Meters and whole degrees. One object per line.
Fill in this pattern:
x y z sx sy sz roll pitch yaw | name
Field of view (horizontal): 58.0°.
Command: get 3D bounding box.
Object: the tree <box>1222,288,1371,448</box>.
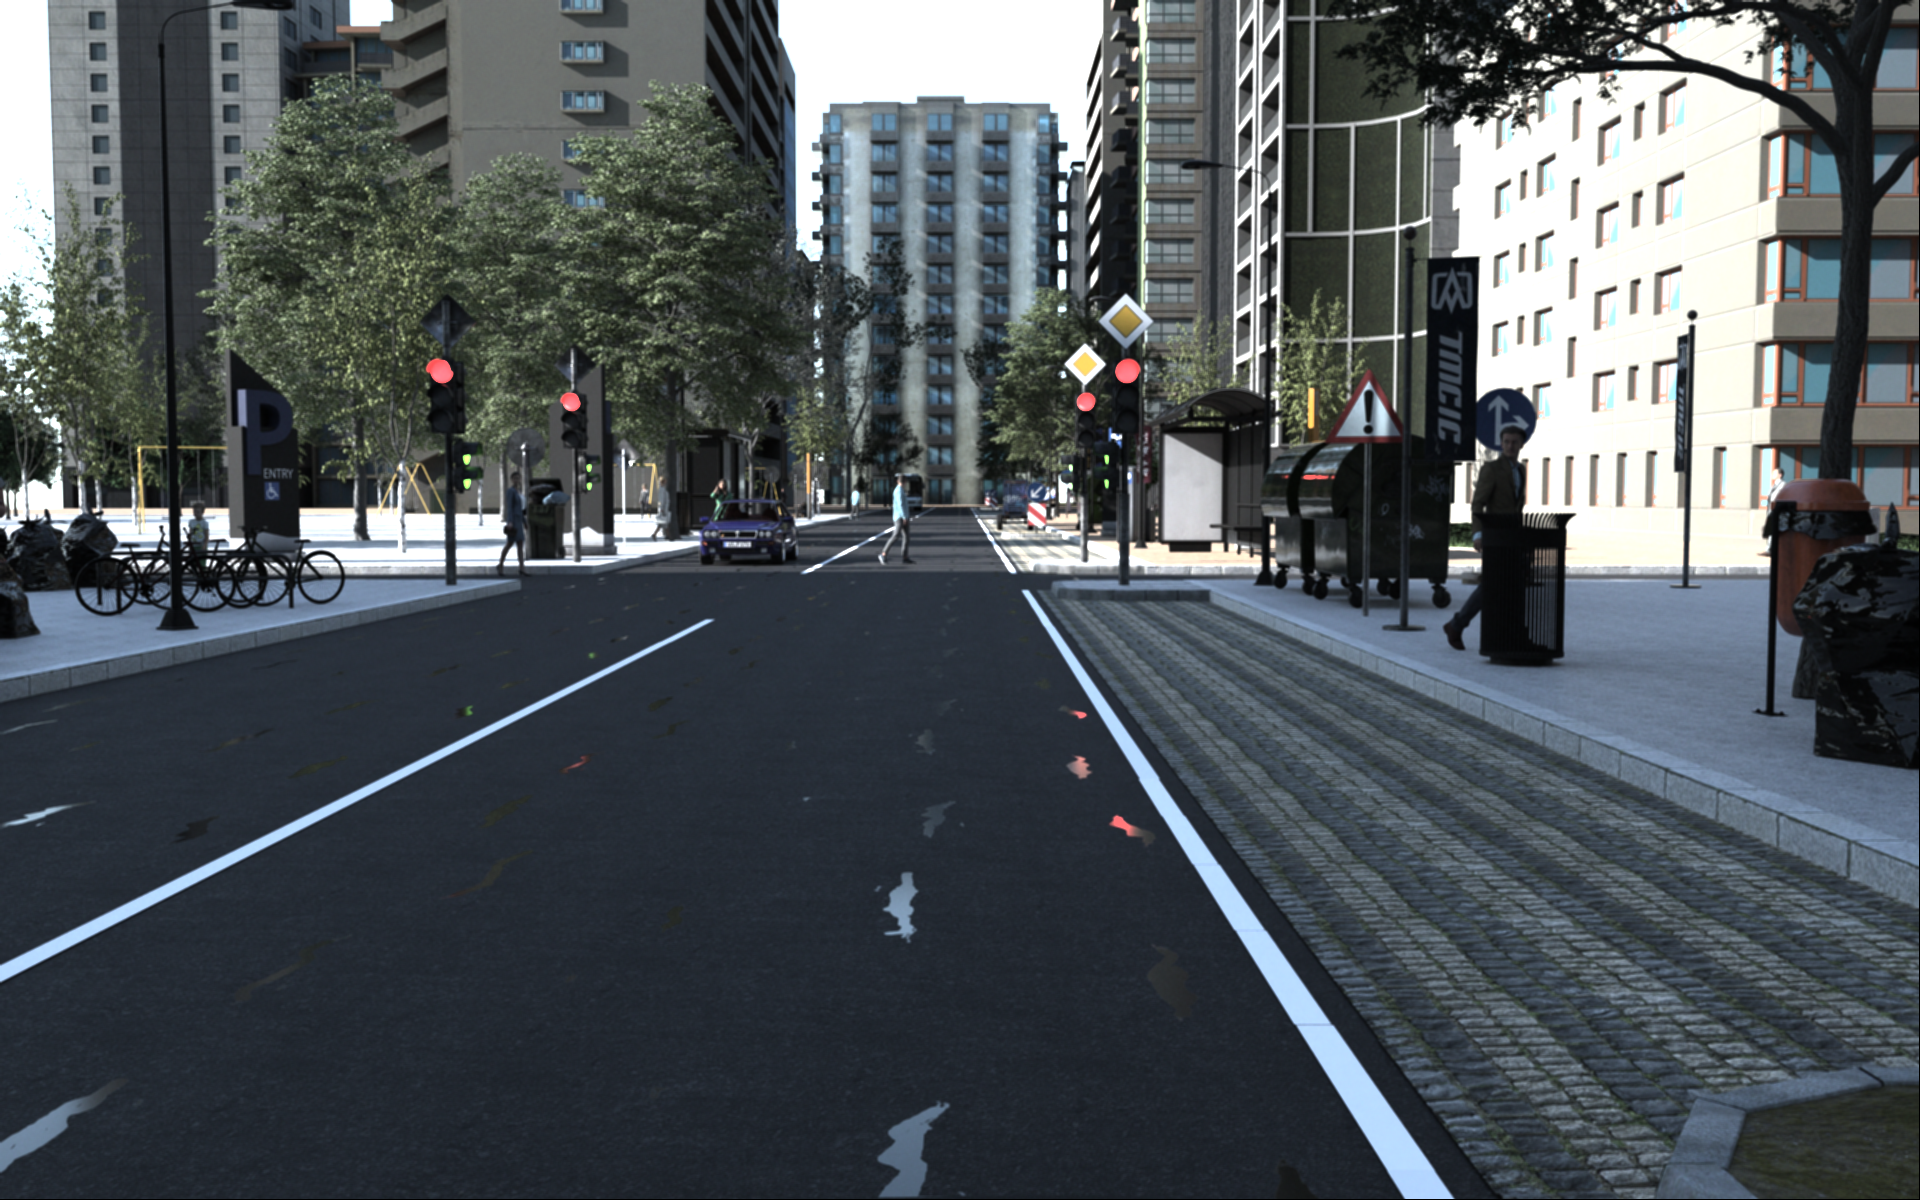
12.877 -6.892 63.050 4.737 8.622 4.395 0 3 0 | tree

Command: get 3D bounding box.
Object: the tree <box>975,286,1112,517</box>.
5.115 -10.846 95.467 7.486 12.596 7.792 0 3 0 | tree

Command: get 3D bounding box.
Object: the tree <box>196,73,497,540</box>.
-17.042 -7.920 47.620 7.486 12.596 7.792 0 3 0 | tree

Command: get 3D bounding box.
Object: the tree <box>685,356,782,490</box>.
-11.972 -8.636 91.564 4.737 8.622 4.395 0 3 0 | tree

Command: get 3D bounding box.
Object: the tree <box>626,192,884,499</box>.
-8.584 -9.823 70.968 12.009 13.543 11.850 0 3 0 | tree

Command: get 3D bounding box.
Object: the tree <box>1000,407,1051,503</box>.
4.670 -10.296 118.697 4.737 8.622 4.395 0 3 0 | tree

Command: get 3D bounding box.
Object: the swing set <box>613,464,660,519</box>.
-17.537 -5.715 91.057 3.119 2.851 2.862 0 4 5 | swing set

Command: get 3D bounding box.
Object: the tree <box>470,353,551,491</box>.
-24.085 -9.732 93.526 7.601 10.594 8.767 -1 4 -9 | tree

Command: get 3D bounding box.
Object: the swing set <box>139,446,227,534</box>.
-25.577 -3.637 57.085 3.119 2.851 2.862 -1 4 -22 | swing set

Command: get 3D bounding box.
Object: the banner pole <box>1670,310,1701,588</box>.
9.994 -2.073 23.915 0.401 3.779 0.863 0 4 6 | banner pole

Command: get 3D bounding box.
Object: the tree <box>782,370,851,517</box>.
-8.190 -8.977 97.128 4.737 8.622 4.395 0 3 0 | tree

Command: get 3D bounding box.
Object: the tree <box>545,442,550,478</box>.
-24.061 -9.248 101.564 4.360 8.622 3.978 0 3 0 | tree

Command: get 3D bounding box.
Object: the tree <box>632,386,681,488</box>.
-17.827 -9.333 102.962 4.737 8.622 4.395 0 3 0 | tree

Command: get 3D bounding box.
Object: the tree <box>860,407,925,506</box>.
-7.235 -15.336 185.151 8.767 10.594 7.601 2 4 33 | tree

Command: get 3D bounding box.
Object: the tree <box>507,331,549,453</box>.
-19.282 -7.262 69.099 4.737 8.622 4.395 0 3 0 | tree

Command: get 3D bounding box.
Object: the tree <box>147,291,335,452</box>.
-32.227 -8.855 79.195 7.601 10.594 8.767 1 4 16 | tree

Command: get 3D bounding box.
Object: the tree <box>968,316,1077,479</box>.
6.693 -20.023 183.261 12.611 20.169 13.585 0 3 0 | tree

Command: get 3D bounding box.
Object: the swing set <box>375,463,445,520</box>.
-27.497 -5.470 87.049 2.862 2.851 3.119 0 4 0 | swing set

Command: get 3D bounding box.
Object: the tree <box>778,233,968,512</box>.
-7.002 -16.471 125.197 12.611 20.169 13.585 0 3 0 | tree

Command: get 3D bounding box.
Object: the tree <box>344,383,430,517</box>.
-32.883 -8.998 97.477 4.360 8.622 3.978 0 3 0 | tree

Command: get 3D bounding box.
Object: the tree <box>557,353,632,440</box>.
-19.347 -8.276 85.667 4.737 8.622 4.395 0 3 0 | tree

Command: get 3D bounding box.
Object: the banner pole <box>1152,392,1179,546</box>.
5.135 -3.204 42.410 0.863 3.779 0.401 -3 5 -45 | banner pole

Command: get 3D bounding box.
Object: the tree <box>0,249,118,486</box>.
-27.751 -6.191 51.592 4.360 8.622 3.978 0 3 0 | tree

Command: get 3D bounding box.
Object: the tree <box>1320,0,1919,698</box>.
5.723 -4.652 10.478 7.601 10.594 8.767 1 4 16 | tree

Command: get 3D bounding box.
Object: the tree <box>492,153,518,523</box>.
-15.033 -8.572 58.284 7.486 12.596 7.792 0 3 0 | tree

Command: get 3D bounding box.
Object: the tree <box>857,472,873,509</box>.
-8.314 -9.212 145.211 1.663 3.219 1.824 0 3 0 | tree

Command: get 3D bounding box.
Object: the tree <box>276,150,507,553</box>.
-12.176 -5.329 37.485 4.737 8.622 4.395 0 3 0 | tree

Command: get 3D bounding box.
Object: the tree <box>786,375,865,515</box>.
-8.246 -9.387 103.832 4.360 8.622 3.978 0 3 0 | tree

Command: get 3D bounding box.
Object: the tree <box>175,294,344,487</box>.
-25.193 -6.803 61.591 4.360 8.622 3.978 0 3 0 | tree

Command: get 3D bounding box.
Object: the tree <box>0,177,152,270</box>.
-20.574 -5.482 39.988 4.737 8.622 4.395 0 3 0 | tree

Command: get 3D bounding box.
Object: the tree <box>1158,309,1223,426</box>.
9.887 -7.313 69.928 4.737 8.622 4.395 0 3 0 | tree

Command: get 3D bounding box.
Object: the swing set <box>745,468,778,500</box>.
-12.653 -6.437 102.863 3.119 2.851 2.862 -2 4 -32 | swing set

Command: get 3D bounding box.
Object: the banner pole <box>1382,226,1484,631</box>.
4.424 -1.603 16.219 0.863 3.779 0.401 1 4 17 | banner pole

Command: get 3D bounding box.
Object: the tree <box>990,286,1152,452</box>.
5.544 -8.825 78.707 8.767 10.594 7.601 0 4 -1 | tree

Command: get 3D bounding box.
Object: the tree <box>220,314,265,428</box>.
-27.106 -7.187 67.863 4.737 8.622 4.395 0 3 0 | tree

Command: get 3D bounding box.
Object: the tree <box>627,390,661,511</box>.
-16.654 -8.986 97.286 4.360 8.622 3.978 0 3 0 | tree

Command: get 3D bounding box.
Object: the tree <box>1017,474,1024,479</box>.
5.605 -10.709 169.685 1.663 3.219 1.824 0 3 0 | tree

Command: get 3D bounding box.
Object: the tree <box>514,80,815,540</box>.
-7.890 -7.928 47.756 7.486 12.596 7.792 0 3 0 | tree

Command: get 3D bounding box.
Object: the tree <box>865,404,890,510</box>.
-7.797 -11.636 140.609 4.360 8.622 3.978 0 3 0 | tree

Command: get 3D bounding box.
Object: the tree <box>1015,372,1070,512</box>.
5.308 -9.331 102.919 4.360 8.622 3.978 0 3 0 | tree

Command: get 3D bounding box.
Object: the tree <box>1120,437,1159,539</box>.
5.159 -3.381 49.888 1.663 3.219 1.824 0 3 0 | tree

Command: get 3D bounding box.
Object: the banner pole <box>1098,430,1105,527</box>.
5.441 -4.733 67.401 0.401 3.779 0.863 3 5 42 | banner pole
